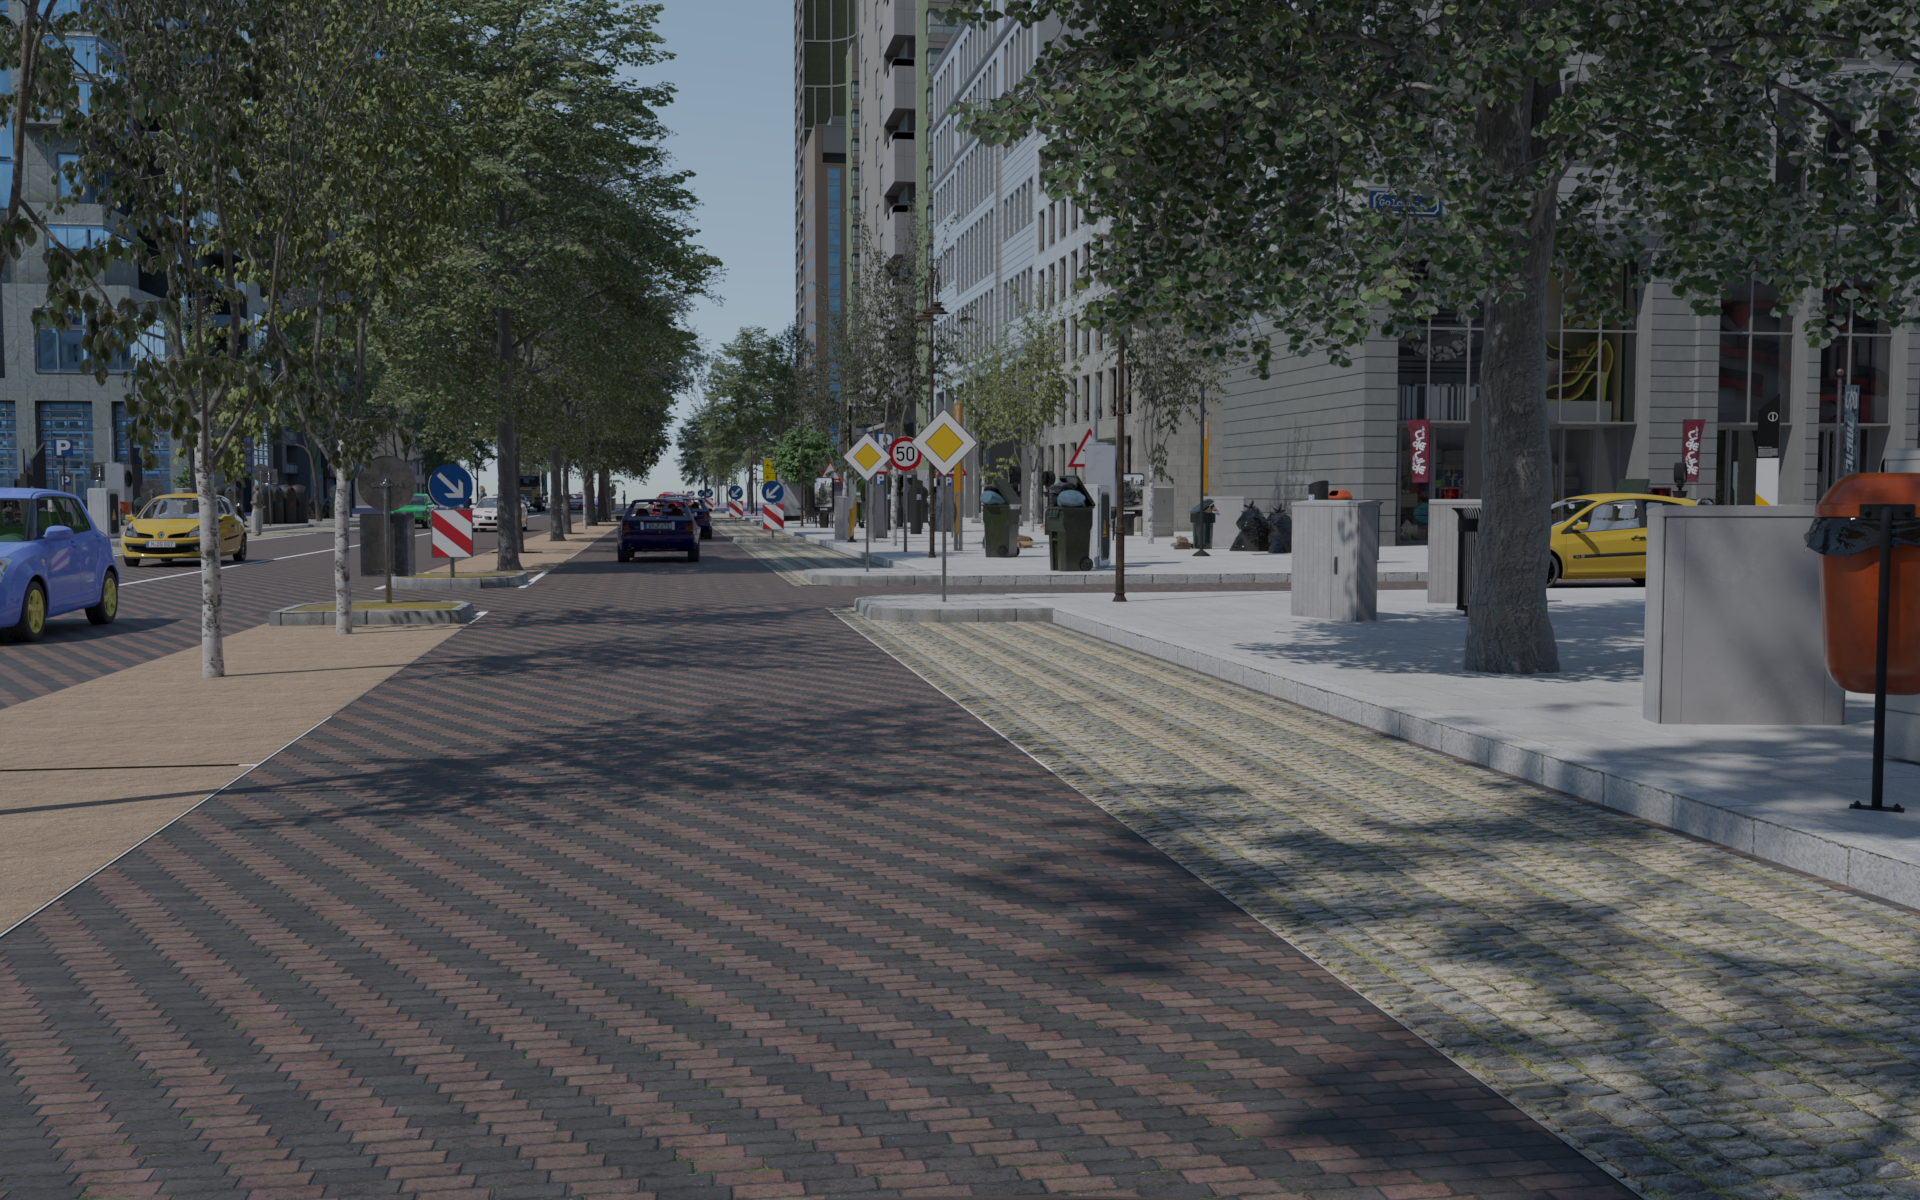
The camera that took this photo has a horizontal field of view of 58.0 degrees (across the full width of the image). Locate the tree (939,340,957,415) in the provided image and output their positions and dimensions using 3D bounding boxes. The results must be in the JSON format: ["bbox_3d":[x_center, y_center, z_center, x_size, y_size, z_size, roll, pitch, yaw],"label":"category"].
[{"bbox_3d":[1.198,-7.436,71.943,4.737,8.622,4.395,0,3,0],"label":"tree"}]

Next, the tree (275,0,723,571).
[{"bbox_3d":[-8.229,-6.781,31.448,7.486,12.596,7.792,0,3,0],"label":"tree"}]

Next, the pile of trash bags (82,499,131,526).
[{"bbox_3d":[-34.671,-3.686,70.019,1.912,1.369,3.447,1,4,8],"label":"pile of trash bags"}]

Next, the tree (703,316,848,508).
[{"bbox_3d":[-9.250,-9.540,90.390,7.601,10.594,8.767,-1,4,-10],"label":"tree"}]

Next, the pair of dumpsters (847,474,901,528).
[{"bbox_3d":[-3.224,-3.816,64.878,1.574,2.255,4.437,-1,4,-10],"label":"pair of dumpsters"}]

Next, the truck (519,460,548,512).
[{"bbox_3d":[-35.548,-9.416,142.867,2.839,4.237,11.283,-1,4,-11],"label":"truck"}]

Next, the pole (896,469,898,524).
[{"bbox_3d":[-2.656,-4.777,71.944,0.158,3.312,0.155,0,3,0],"label":"pole"}]

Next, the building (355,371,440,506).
[{"bbox_3d":[-76.277,-21.871,202.632,27.650,21.520,28.899,-1,4,-10],"label":"building"}]

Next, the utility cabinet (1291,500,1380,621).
[{"bbox_3d":[3.856,-0.412,17.896,0.306,1.237,1.020,-2,4,-30],"label":"utility cabinet"}]

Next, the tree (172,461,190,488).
[{"bbox_3d":[-41.530,-6.030,93.197,1.663,3.219,1.824,0,3,0],"label":"tree"}]

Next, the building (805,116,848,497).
[{"bbox_3d":[-10.931,-34.033,206.556,14.600,45.320,14.200,-1,4,-10],"label":"building"}]

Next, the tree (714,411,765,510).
[{"bbox_3d":[-16.477,-11.289,134.939,4.737,8.622,4.395,0,3,0],"label":"tree"}]

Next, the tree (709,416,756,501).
[{"bbox_3d":[-19.248,-12.043,147.259,4.360,8.622,3.978,0,3,0],"label":"tree"}]

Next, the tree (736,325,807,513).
[{"bbox_3d":[-13.658,-12.125,116.373,7.486,12.596,7.792,0,3,0],"label":"tree"}]

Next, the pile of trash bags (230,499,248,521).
[{"bbox_3d":[-34.955,-4.338,80.681,3.447,1.369,1.912,1,4,14],"label":"pile of trash bags"}]

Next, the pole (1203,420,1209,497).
[{"bbox_3d":[6.803,-3.312,47.998,0.158,3.312,0.155,0,3,0],"label":"pole"}]

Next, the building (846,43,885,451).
[{"bbox_3d":[-3.761,-29.263,162.046,14.154,41.232,14.086,-1,4,-10],"label":"building"}]

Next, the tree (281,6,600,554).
[{"bbox_3d":[-10.766,-7.876,41.602,12.009,13.543,11.850,0,3,0],"label":"tree"}]

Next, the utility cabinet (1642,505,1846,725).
[{"bbox_3d":[4.408,0.087,9.734,1.020,1.237,0.306,0,4,3],"label":"utility cabinet"}]

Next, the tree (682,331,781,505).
[{"bbox_3d":[-26.792,-21.038,199.866,12.611,20.169,13.585,0,3,0],"label":"tree"}]

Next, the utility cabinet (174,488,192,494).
[{"bbox_3d":[-28.613,-3.377,63.888,0.318,1.500,1.173,0,4,-8],"label":"utility cabinet"}]

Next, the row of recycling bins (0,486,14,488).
[{"bbox_3d":[-50.582,-5.208,92.265,1.069,1.692,3.534,0,4,2],"label":"row of recycling bins"}]

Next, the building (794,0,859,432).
[{"bbox_3d":[-12.501,-48.011,223.235,20.563,71.187,20.611,-1,4,-10],"label":"building"}]

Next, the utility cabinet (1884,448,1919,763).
[{"bbox_3d":[5.042,0.019,8.360,1.173,1.500,0.318,-1,4,-16],"label":"utility cabinet"}]

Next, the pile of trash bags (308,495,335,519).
[{"bbox_3d":[-33.676,-4.866,89.319,3.447,1.369,1.912,-2,4,-30],"label":"pile of trash bags"}]

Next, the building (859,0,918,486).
[{"bbox_3d":[6.514,-33.829,142.343,28.713,52.752,27.495,-1,4,-10],"label":"building"}]

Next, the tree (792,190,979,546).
[{"bbox_3d":[-1.616,-5.651,42.761,4.360,8.622,3.978,0,3,0],"label":"tree"}]

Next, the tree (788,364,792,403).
[{"bbox_3d":[-3.834,-6.541,57.306,4.360,8.622,3.978,0,3,0],"label":"tree"}]

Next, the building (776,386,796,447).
[{"bbox_3d":[-12.160,-24.760,249.868,27.650,21.520,28.899,-1,4,-10],"label":"building"}]

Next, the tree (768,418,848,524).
[{"bbox_3d":[-6.581,-5.590,75.111,4.285,4.588,4.351,0,3,0],"label":"tree"}]

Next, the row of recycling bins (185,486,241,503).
[{"bbox_3d":[-38.182,-4.974,88.446,3.534,1.692,1.069,1,4,19],"label":"row of recycling bins"}]

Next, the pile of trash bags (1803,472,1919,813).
[{"bbox_3d":[5.070,0.198,6.517,3.447,1.369,1.912,2,4,30],"label":"pile of trash bags"}]

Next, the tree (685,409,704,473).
[{"bbox_3d":[-21.817,-13.974,162.890,8.767,10.594,7.601,0,4,-1],"label":"tree"}]

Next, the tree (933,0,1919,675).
[{"bbox_3d":[3.913,-6.458,12.250,9.857,13.997,8.962,0,3,0],"label":"tree"}]

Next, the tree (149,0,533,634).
[{"bbox_3d":[-6.351,-3.962,17.604,4.737,8.622,4.395,0,3,0],"label":"tree"}]

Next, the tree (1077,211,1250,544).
[{"bbox_3d":[5.164,-5.755,44.451,4.360,8.622,3.978,0,3,0],"label":"tree"}]

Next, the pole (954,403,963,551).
[{"bbox_3d":[-0.039,-2.759,38.953,0.158,3.312,0.155,0,3,0],"label":"pole"}]

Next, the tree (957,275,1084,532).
[{"bbox_3d":[2.370,-6.615,58.525,4.737,8.622,4.395,0,3,0],"label":"tree"}]

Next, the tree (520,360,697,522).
[{"bbox_3d":[-18.222,-10.301,87.885,9.611,12.733,9.660,0,3,0],"label":"tree"}]

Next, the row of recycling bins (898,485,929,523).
[{"bbox_3d":[-2.460,-4.340,78.076,1.069,1.692,3.534,-2,4,-26],"label":"row of recycling bins"}]

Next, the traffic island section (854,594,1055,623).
[{"bbox_3d":[-0.168,0.102,20.614,2.009,0.180,2.903,-1,4,-10],"label":"traffic island section"}]

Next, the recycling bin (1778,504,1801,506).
[{"bbox_3d":[19.712,-1.785,41.743,0.722,1.027,0.722,-2,4,-29],"label":"recycling bin"}]

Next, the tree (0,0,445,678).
[{"bbox_3d":[-5.759,-3.681,12.998,4.360,8.622,3.978,0,3,0],"label":"tree"}]

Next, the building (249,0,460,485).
[{"bbox_3d":[-78.548,-56.153,230.780,22.319,86.520,31.000,-1,4,-10],"label":"building"}]

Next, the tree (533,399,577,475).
[{"bbox_3d":[-16.618,-10.298,77.482,9.857,13.997,8.962,0,3,0],"label":"tree"}]

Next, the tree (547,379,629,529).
[{"bbox_3d":[-15.100,-7.140,69.551,4.360,8.622,3.978,0,3,0],"label":"tree"}]

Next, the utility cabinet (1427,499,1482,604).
[{"bbox_3d":[6.024,-0.561,20.330,1.020,1.237,0.306,1,4,15],"label":"utility cabinet"}]

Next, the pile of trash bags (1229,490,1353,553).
[{"bbox_3d":[7.470,-1.731,38.056,1.912,1.369,3.447,-2,4,-26],"label":"pile of trash bags"}]

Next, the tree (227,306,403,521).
[{"bbox_3d":[-30.264,-8.972,81.105,7.601,10.594,8.767,3,5,44],"label":"tree"}]

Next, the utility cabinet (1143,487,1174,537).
[{"bbox_3d":[5.868,-2.595,51.109,0.318,1.500,1.173,3,5,42],"label":"utility cabinet"}]

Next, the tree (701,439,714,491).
[{"bbox_3d":[-25.631,-14.412,185.993,4.737,8.622,4.395,0,3,0],"label":"tree"}]

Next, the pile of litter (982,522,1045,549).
[{"bbox_3d":[1.243,-1.664,41.168,1.719,0.858,1.176,-1,4,-23],"label":"pile of litter"}]

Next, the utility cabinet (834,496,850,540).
[{"bbox_3d":[-3.313,-2.306,48.857,0.306,1.237,1.020,0,4,5],"label":"utility cabinet"}]

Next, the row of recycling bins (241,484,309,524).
[{"bbox_3d":[-29.417,-4.144,74.861,1.069,1.692,3.534,1,4,11],"label":"row of recycling bins"}]

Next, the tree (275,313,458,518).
[{"bbox_3d":[-33.247,-10.303,94.216,9.928,11.665,9.643,0,3,0],"label":"tree"}]

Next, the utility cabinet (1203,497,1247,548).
[{"bbox_3d":[6.387,-1.869,41.727,1.020,1.237,0.306,2,4,24],"label":"utility cabinet"}]

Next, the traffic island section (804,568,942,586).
[{"bbox_3d":[-1.503,-0.380,28.487,2.009,0.180,2.903,-1,4,-10],"label":"traffic island section"}]
